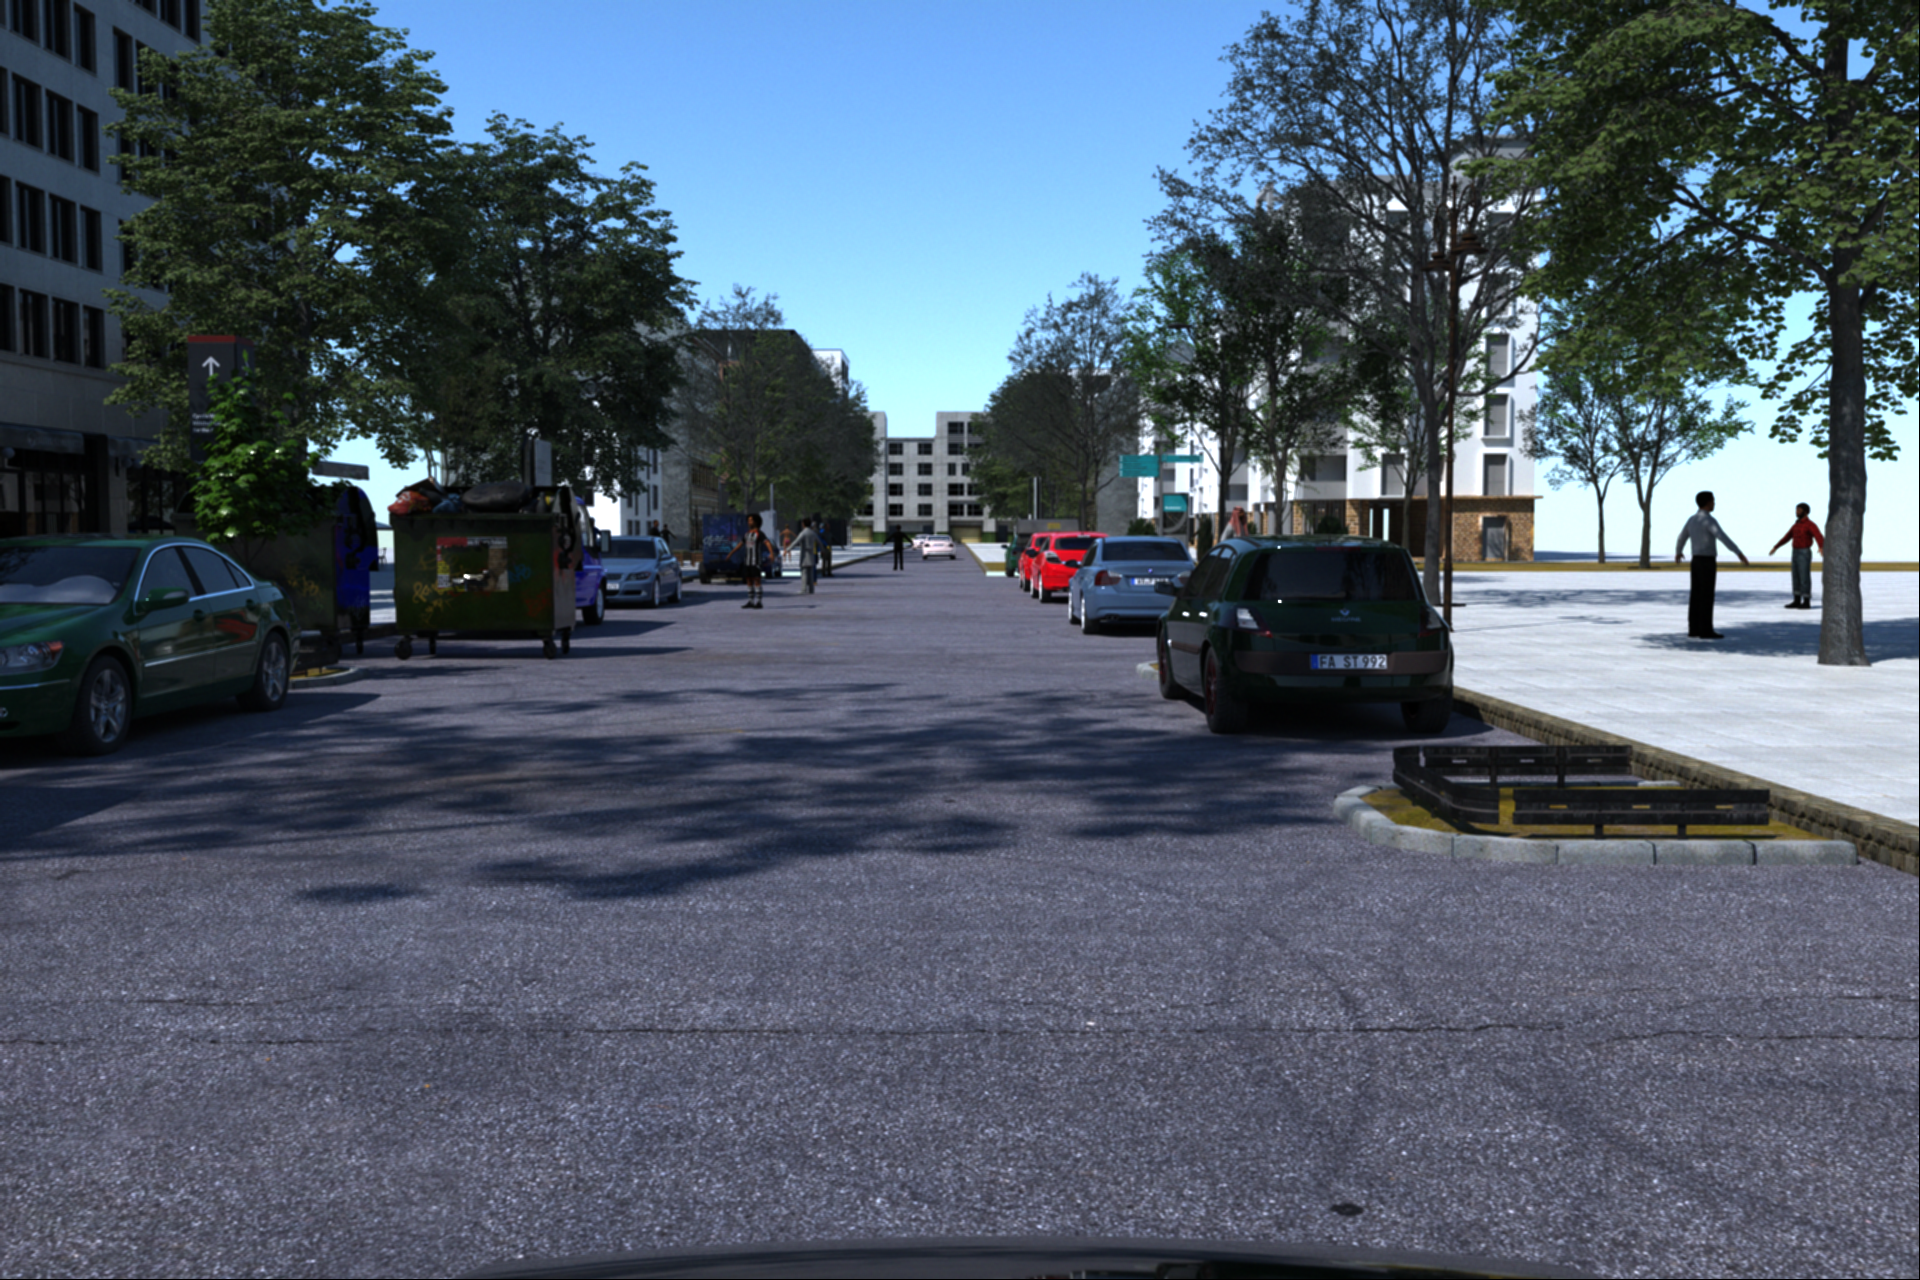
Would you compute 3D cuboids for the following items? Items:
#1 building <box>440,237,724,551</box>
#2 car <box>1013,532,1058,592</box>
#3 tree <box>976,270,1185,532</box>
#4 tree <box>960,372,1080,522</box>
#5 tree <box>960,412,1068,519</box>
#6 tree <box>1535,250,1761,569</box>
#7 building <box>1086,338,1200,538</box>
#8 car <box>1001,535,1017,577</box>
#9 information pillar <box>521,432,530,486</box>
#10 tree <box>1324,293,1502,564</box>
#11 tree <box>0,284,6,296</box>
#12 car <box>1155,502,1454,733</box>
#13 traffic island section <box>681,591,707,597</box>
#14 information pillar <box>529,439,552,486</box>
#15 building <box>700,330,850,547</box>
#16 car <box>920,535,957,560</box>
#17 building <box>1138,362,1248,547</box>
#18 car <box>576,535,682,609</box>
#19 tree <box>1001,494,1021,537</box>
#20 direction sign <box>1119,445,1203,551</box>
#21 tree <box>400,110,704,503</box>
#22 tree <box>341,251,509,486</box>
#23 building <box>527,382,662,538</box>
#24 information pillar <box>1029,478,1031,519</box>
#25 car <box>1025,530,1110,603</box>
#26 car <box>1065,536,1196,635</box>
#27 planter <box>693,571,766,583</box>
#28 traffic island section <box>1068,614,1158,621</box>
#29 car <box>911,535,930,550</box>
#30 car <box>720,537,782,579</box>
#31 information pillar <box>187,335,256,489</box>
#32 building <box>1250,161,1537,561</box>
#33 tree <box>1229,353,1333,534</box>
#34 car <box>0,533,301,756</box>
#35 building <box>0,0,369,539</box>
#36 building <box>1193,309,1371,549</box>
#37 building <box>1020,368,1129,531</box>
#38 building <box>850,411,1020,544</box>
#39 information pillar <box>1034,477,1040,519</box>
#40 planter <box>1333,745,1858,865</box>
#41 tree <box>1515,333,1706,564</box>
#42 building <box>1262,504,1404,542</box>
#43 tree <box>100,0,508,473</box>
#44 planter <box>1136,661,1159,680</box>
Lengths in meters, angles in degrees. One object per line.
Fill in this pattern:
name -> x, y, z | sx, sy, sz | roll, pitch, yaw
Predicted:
building -> -29.545, -18.767, 137.773 | 19.493, 23.208, 18.063 | 0, 4, -1
car -> 2.463, -2.171, 44.537 | 2.155, 1.783, 4.494 | 0, 4, 0
tree -> 5.834, -10.367, 79.878 | 12.009, 13.543, 11.850 | 0, 3, 0
tree -> 4.990, -13.791, 132.139 | 9.857, 13.997, 8.962 | 0, 3, 0
tree -> 5.215, -14.427, 146.255 | 12.009, 13.543, 11.850 | 0, 3, 0
tree -> 25.212, -8.434, 63.645 | 9.928, 11.665, 9.643 | 0, 3, 0
building -> 24.604, -22.763, 203.111 | 19.493, 23.208, 18.063 | 0, 4, 0
car -> 2.480, -2.895, 59.126 | 2.131, 1.459, 4.920 | 0, 4, 0
information pillar -> -9.945, -2.957, 39.703 | 0.183, 3.616, 0.504 | 0, 4, 0
tree -> 19.110, -9.025, 73.311 | 9.928, 11.665, 9.643 | 0, 3, 0
tree -> -13.034, -5.029, 16.644 | 7.601, 10.594, 8.767 | 1, 4, 11
car -> 2.625, -0.249, 13.853 | 2.009, 1.686, 4.222 | 0, 4, -1
traffic island section -> -6.941, -1.058, 40.169 | 1.991, 0.108, 1.994 | 0, 3, 0
information pillar -> -10.539, -3.196, 43.572 | 0.184, 3.620, 1.656 | 0, 3, 0
building -> -27.027, -21.128, 189.413 | 27.936, 21.610, 32.646 | 0, 3, 0
car -> -1.197, -5.223, 97.757 | 2.083, 1.381, 4.827 | 0, 4, -1
building -> 24.427, -20.202, 186.723 | 16.016, 20.090, 11.380 | 0, 4, 0
car -> -6.697, -1.395, 34.809 | 2.014, 1.417, 4.499 | 0, 4, 0
tree -> 4.789, -12.633, 156.911 | 4.360, 8.622, 3.978 | 0, 3, 0
direction sign -> 6.058, -3.849, 51.689 | 2.525, 3.948, 1.411 | 0, 3, 0
tree -> -12.428, -8.903, 52.223 | 9.857, 13.997, 8.962 | 0, 3, 0
tree -> -12.864, -5.657, 42.862 | 4.360, 8.622, 3.978 | 0, 3, 0
building -> -23.314, -10.256, 109.825 | 9.099, 9.664, 28.070 | 0, 4, 0
information pillar -> 2.919, -4.959, 72.436 | 0.183, 3.616, 0.504 | 0, 4, 0
car -> 2.507, -1.734, 37.383 | 2.155, 1.783, 4.494 | 0, 4, -1
car -> 2.608, -0.856, 25.994 | 2.014, 1.417, 4.499 | 0, 4, 0
planter -> -6.909, -1.900, 52.208 | 1.991, 0.319, 1.994 | 0, 3, 0
traffic island section -> 2.852, -0.403, 29.455 | 1.991, 0.108, 1.994 | 0, 4, 0
car -> -3.372, -8.888, 157.678 | 2.083, 1.381, 4.827 | 0, 4, 0
car -> -6.857, -2.715, 56.971 | 1.945, 1.354, 3.894 | 0, 4, 0
information pillar -> -9.735, -2.052, 22.936 | 0.750, 3.857, 0.750 | 0, 4, -1
building -> 21.180, -14.549, 94.297 | 16.016, 20.090, 11.380 | 0, 3, 0
tree -> 12.502, -7.142, 67.141 | 4.360, 8.622, 3.978 | 0, 3, 0
car -> -6.437, -0.053, 12.668 | 2.131, 1.459, 4.920 | 0, 4, -1
building -> -33.147, -14.937, 46.390 | 24.374, 26.755, 37.873 | 0, 3, 0
building -> 24.529, -17.511, 142.727 | 16.016, 20.090, 11.380 | 0, 3, 0
building -> 21.748, -23.584, 229.570 | 27.936, 21.610, 32.646 | 0, 4, 0
building -> -3.559, -23.662, 255.790 | 31.486, 18.905, 16.747 | 0, 4, -1
information pillar -> 3.189, -4.918, 71.724 | 0.184, 3.620, 1.656 | 0, 4, -1
planter -> 2.904, 0.774, 8.492 | 1.991, 0.319, 1.994 | 0, 4, 1
tree -> 28.149, -8.624, 75.408 | 8.767, 10.594, 7.601 | 2, 4, 30
building -> 25.133, -15.695, 113.030 | 16.016, 20.090, 11.380 | 0, 4, 0
tree -> -12.685, -7.082, 33.922 | 7.486, 12.596, 7.792 | 0, 3, 0
planter -> 2.817, 0.217, 17.588 | 1.991, 0.319, 1.994 | 0, 4, 1
